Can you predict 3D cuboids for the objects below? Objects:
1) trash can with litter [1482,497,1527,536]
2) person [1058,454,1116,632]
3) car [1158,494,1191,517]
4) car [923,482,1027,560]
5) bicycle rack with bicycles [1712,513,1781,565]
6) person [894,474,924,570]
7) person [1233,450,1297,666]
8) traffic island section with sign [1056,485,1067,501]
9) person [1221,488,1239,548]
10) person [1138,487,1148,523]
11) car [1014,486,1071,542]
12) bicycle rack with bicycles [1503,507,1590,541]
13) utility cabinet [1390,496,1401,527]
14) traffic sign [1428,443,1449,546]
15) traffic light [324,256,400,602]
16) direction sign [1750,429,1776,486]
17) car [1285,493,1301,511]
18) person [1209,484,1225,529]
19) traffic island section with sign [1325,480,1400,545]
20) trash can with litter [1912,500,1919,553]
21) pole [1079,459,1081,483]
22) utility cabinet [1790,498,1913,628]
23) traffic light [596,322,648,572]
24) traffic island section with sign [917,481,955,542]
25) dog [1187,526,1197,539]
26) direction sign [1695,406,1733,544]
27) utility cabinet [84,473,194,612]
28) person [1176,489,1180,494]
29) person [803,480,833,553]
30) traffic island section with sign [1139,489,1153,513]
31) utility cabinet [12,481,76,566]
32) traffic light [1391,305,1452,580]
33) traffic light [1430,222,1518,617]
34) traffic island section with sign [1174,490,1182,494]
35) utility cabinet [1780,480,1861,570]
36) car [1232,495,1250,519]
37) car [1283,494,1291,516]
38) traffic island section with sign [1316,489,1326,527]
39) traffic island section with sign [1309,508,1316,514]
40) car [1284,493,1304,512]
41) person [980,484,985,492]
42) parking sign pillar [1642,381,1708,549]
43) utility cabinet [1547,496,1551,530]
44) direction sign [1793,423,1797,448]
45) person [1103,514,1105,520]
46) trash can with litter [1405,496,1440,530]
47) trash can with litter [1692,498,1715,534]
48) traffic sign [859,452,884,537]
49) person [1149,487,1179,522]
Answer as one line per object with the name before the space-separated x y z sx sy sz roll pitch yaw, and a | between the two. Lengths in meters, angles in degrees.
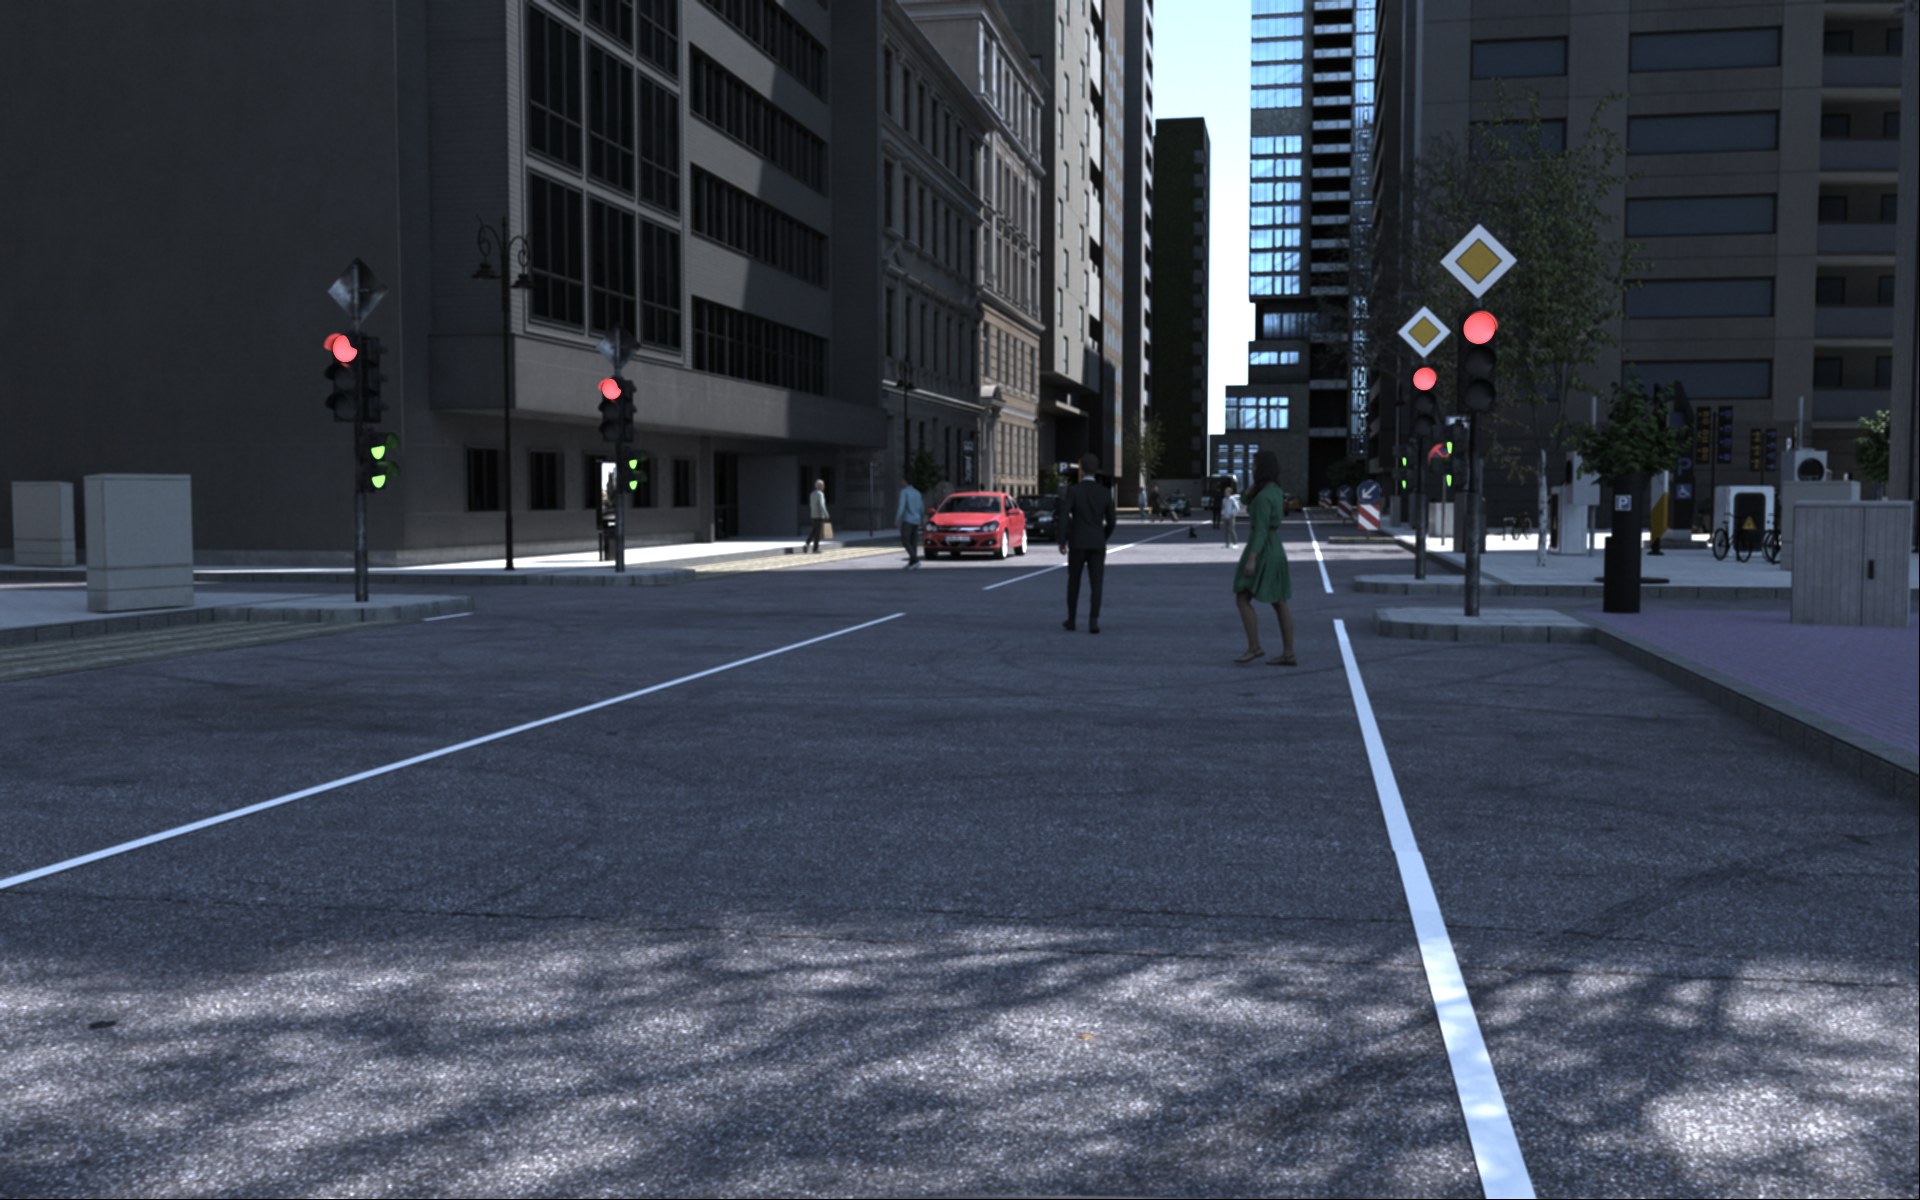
trash can with litter | 16.549 -2.620 53.897 2.233 1.210 1.678 0 4 6
person | 1.288 -0.597 18.032 0.659 1.850 0.755 0 4 -8
car | 13.838 -6.103 111.581 2.131 1.459 4.920 1 4 12
car | 0.372 -1.842 39.165 2.155 1.783 4.494 1 4 11
bicycle rack with bicycles | 15.615 -1.150 32.177 2.852 0.926 2.925 0 4 6
person | -0.926 -1.499 33.020 0.620 1.820 0.660 2 4 35
person | 2.549 -0.347 14.424 0.529 1.795 0.600 1 4 14
traffic island section with sign | 4.694 -4.319 79.237 1.989 1.847 2.006 1 4 11
person | 7.117 -2.176 45.883 0.330 1.601 0.589 -2 4 -32
person | 9.156 -4.767 86.704 0.793 1.790 0.793 -3 5 -41
car | 2.322 -2.633 52.835 2.009 1.686 4.222 1 4 12
bicycle rack with bicycles | 16.274 -2.114 47.940 2.852 0.926 2.925 2 4 27
utility cabinet | 16.952 -3.440 67.407 0.306 1.237 1.020 0 4 7
traffic sign | 11.957 -2.611 42.801 0.768 2.556 0.104 1 4 15
traffic light | -7.114 -1.933 20.526 0.839 4.253 0.868 1 4 11
direction sign | 27.730 -4.151 59.874 0.876 3.537 0.379 0 4 -1
car | 27.329 -8.269 144.244 2.155 1.783 4.494 1 4 10
person | 10.472 -3.809 70.554 0.659 1.850 0.755 1 4 11
traffic island section with sign | 11.702 -2.541 50.179 1.989 1.847 2.006 1 4 11
trash can with litter | 20.999 -1.654 38.099 1.678 1.210 2.233 -2 4 -28
pole | 7.025 -6.583 101.477 0.158 3.312 0.155 0 3 0
utility cabinet | 8.734 -0.356 16.978 1.020 1.237 0.306 2 4 33
traffic light | -5.575 -2.412 28.362 0.839 4.253 0.868 1 4 11
traffic island section with sign | -0.531 -2.688 52.582 1.989 1.847 2.006 1 4 11
dog | 7.468 -2.201 56.173 0.550 0.427 0.748 3 4 37
direction sign | 19.481 -3.230 44.804 0.876 3.537 0.379 2 4 35
utility cabinet | -9.075 -0.641 19.157 0.318 1.500 1.173 1 4 23
person | 18.235 -8.356 145.051 1.348 1.831 0.705 3 4 38
person | -3.403 -1.992 41.561 0.515 1.767 0.782 -2 4 -35
traffic island section with sign | 14.325 -7.319 128.300 1.989 1.847 2.006 1 4 11
utility cabinet | -16.175 -1.340 30.592 1.173 1.500 0.318 1 4 23
traffic light | 6.902 -2.264 25.936 0.839 4.253 0.868 1 4 11
traffic light | 5.363 -1.785 18.101 0.839 4.253 0.868 1 4 11
traffic island section with sign | 19.523 -8.937 154.751 1.989 1.847 2.006 1 4 11
utility cabinet | 14.252 -1.224 28.698 0.318 1.500 1.173 -2 4 -34
car | 14.719 -4.762 90.228 2.083 1.381 4.827 1 4 11
car | 20.754 -6.432 114.210 2.155 1.783 4.494 1 4 10
traffic island section with sign | 16.883 -4.159 76.633 1.989 1.847 2.006 1 4 11
traffic island section with sign | 26.614 -7.188 126.146 1.989 1.847 2.006 1 4 11
car | 26.478 -7.842 138.433 2.015 1.641 3.980 1 4 10
person | 0.759 -2.982 57.590 0.374 1.781 0.599 2 4 33
parking sign pillar | 16.893 -3.201 40.810 1.447 3.967 1.447 0 4 8
utility cabinet | 21.138 -3.060 61.191 1.020 1.237 0.306 1 4 20
direction sign | 26.821 -3.889 55.575 0.379 3.537 0.876 3 4 39
person | 7.725 -5.267 94.428 0.447 1.846 0.655 0 4 5
trash can with litter | 16.894 -3.159 62.711 2.233 1.210 1.678 -2 4 -26
trash can with litter | 23.800 -2.691 55.383 1.055 1.170 0.624 -2 4 -33
traffic sign | -2.673 -3.177 52.048 0.768 2.556 0.104 1 4 13
person | 10.308 -4.856 88.110 1.509 1.804 0.699 2 4 32
